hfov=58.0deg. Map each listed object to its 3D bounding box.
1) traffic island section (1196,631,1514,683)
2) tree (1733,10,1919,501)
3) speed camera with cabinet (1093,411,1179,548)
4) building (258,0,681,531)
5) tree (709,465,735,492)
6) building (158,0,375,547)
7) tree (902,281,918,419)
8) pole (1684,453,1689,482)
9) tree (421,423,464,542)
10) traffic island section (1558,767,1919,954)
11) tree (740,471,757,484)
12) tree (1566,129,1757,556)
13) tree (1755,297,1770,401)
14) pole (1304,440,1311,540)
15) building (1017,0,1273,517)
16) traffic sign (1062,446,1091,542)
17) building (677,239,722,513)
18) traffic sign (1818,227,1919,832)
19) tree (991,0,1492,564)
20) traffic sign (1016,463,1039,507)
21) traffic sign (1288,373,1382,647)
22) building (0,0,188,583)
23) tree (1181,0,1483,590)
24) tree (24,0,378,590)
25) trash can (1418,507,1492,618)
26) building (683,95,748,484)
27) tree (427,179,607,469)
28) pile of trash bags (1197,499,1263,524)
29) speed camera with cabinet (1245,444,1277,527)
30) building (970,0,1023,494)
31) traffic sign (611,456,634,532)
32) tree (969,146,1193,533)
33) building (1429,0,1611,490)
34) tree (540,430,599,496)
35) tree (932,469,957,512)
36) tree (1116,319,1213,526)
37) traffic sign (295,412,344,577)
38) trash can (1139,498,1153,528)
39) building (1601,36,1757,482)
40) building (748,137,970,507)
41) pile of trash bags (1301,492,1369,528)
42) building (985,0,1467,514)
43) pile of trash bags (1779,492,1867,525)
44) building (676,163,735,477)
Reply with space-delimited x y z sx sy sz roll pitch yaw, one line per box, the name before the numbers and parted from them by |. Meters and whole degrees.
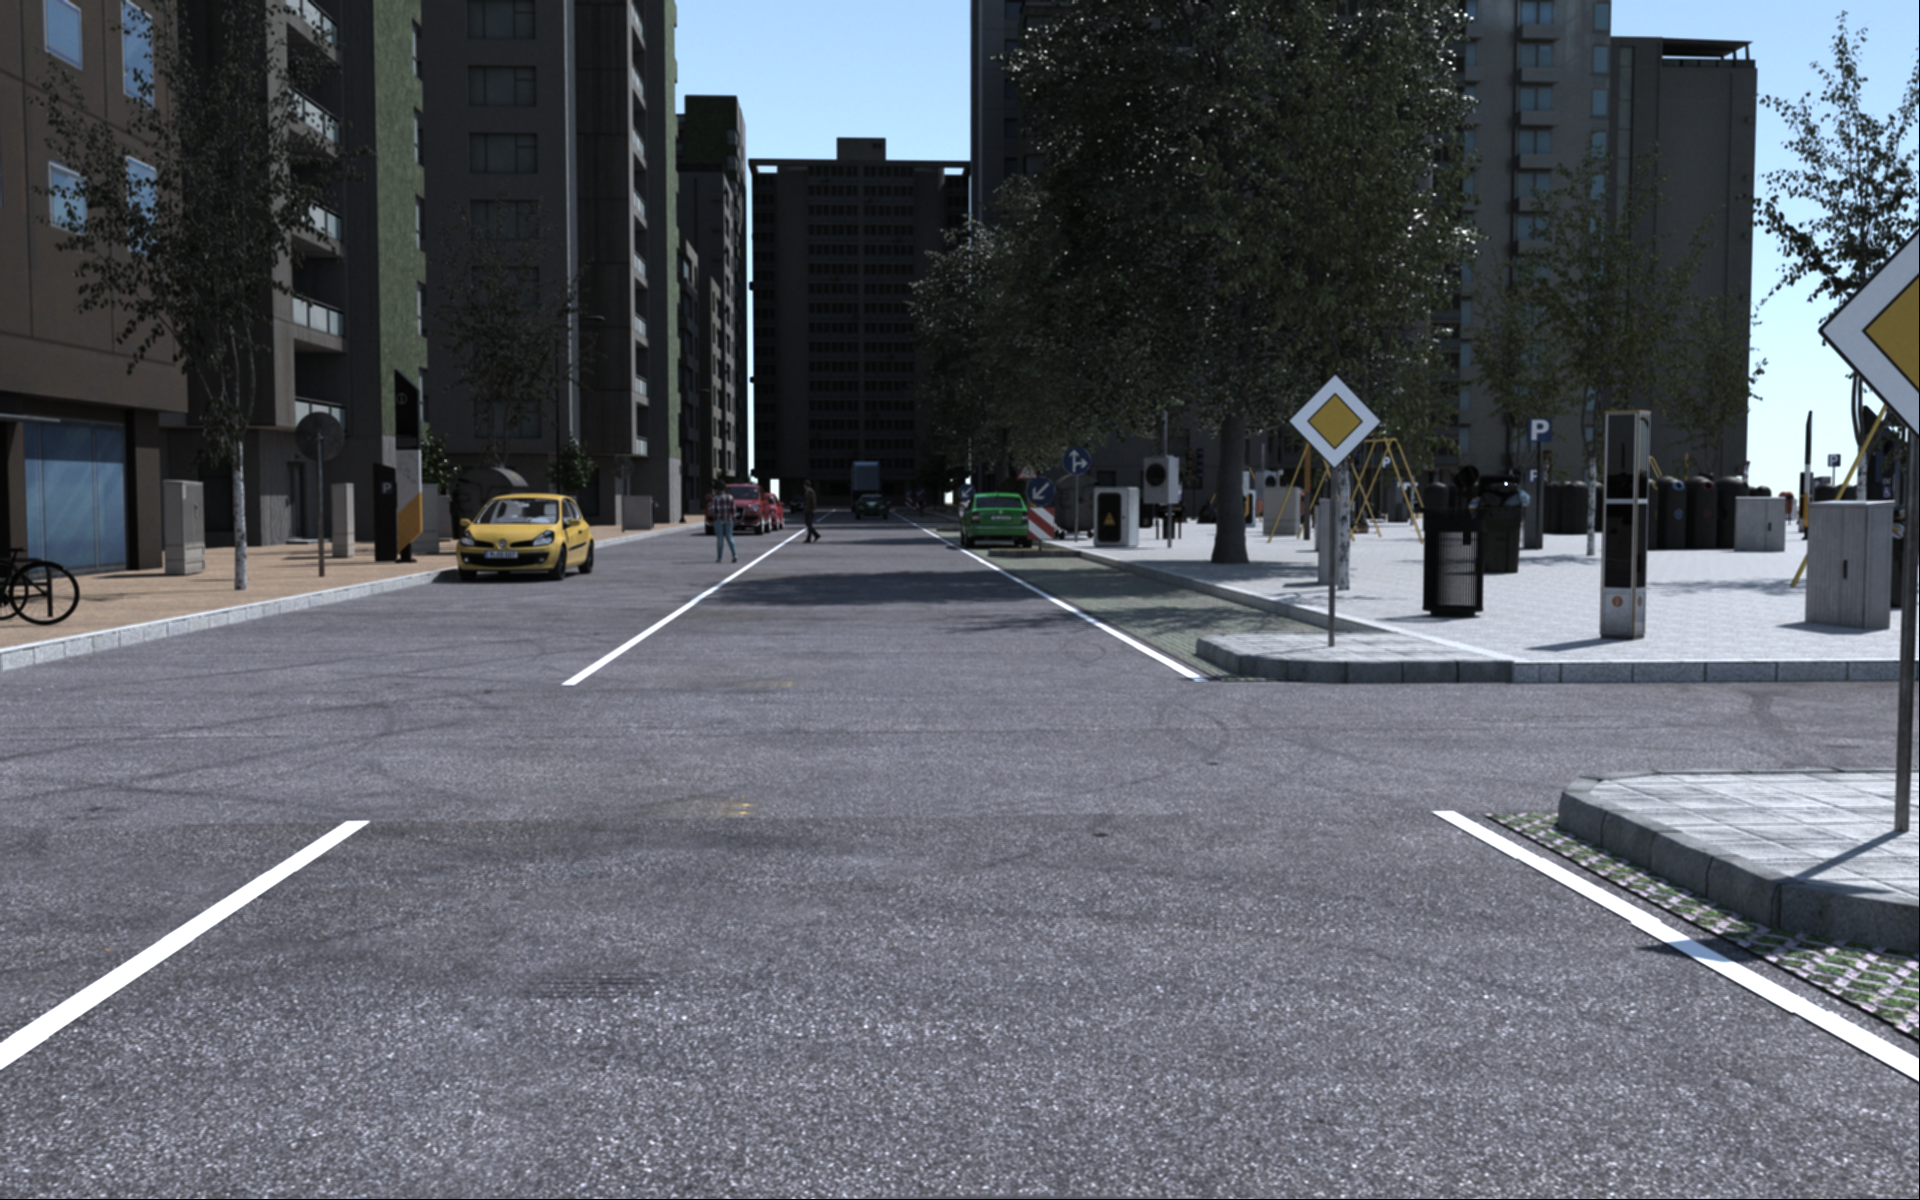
traffic island section | 3.145 0.470 14.589 2.009 0.180 2.903 0 4 -3
tree | 14.366 -4.682 26.908 4.360 8.622 3.978 0 3 0
speed camera with cabinet | 4.225 -2.895 41.676 2.038 3.252 0.660 2 4 34
building | -19.602 -23.780 72.396 14.154 41.232 14.086 0 4 -3
tree | -15.709 -7.277 113.583 1.663 3.219 1.824 0 3 0
building | -22.576 -22.029 43.770 14.154 41.232 14.086 0 4 -3
tree | 2.117 -10.540 78.992 9.857 13.997 8.962 0 3 0
pole | 35.986 -5.629 85.883 0.158 3.312 0.155 0 3 0
tree | -14.258 -3.203 46.974 1.663 3.219 1.824 0 3 0
traffic island section | 3.610 0.958 6.617 2.009 0.180 2.903 0 4 -3
tree | -17.542 -9.008 141.875 1.663 3.219 1.824 0 3 0
tree | 13.423 -5.233 35.924 4.737 8.622 4.395 0 3 0
tree | 26.290 -6.751 60.742 4.737 8.622 4.395 0 3 0
pole | 9.710 -3.338 48.412 0.158 3.312 0.155 0 3 0
building | 10.226 -20.305 103.685 14.160 30.474 14.107 0 4 -3
traffic sign | 3.122 -2.834 46.442 0.768 2.556 0.104 0 4 5
building | -33.150 -17.497 131.116 27.650 21.520 28.899 0 4 -3
traffic sign | 3.587 -0.177 6.538 0.795 2.450 0.064 0 4 -3
tree | 5.118 -7.660 31.890 9.857 13.997 8.962 0 3 0
traffic sign | 2.479 -3.876 63.384 0.884 2.594 0.081 0 4 2
traffic sign | 3.122 -0.665 14.510 0.795 2.450 0.064 0 4 -3
building | -20.002 -22.724 21.656 14.600 45.320 14.200 0 4 -3
tree | 5.040 -4.426 22.735 4.737 8.622 4.395 0 3 0
tree | -9.862 -4.436 22.885 4.360 8.622 3.978 0 3 0
trash can | 5.181 -0.399 18.180 0.748 1.137 0.748 0 3 0
building | -29.553 -30.419 180.947 14.086 41.232 14.154 0 4 -3
tree | -10.893 -5.582 41.636 4.360 8.622 3.978 0 3 0
pile of trash bags | 12.084 -4.045 75.881 3.447 1.369 1.912 -3 5 -40
speed camera with cabinet | 11.391 -4.471 67.429 2.038 3.252 0.660 -2 4 -32
building | 11.368 -37.082 148.281 21.231 58.520 28.212 0 4 -3
traffic sign | -11.291 -3.540 57.977 0.768 2.556 0.104 0 4 0
tree | 3.970 -8.455 56.371 7.486 12.596 7.792 0 3 0
building | 40.391 -32.618 152.916 30.456 49.044 23.786 0 4 -3
tree | -11.814 -3.520 52.145 1.663 3.219 1.824 0 3 0
tree | -0.972 -7.989 125.218 1.663 3.219 1.824 0 3 0
tree | 7.927 -7.253 68.947 4.360 8.622 3.978 0 3 0
traffic sign | -9.919 -1.635 26.838 0.768 2.556 0.104 0 4 2
trash can | 7.049 -3.320 65.930 0.748 1.137 0.748 0 3 0
building | 62.563 -29.084 159.116 14.086 41.232 14.154 0 4 -3
building | -10.900 -30.553 191.422 23.993 40.220 32.217 0 4 -3
pile of trash bags | 14.011 -3.463 66.364 1.912 1.369 3.447 -3 4 -38
building | 18.243 -26.377 123.142 32.217 40.220 23.993 0 4 -3
pile of trash bags | 36.017 -3.861 72.887 3.447 1.369 1.912 -1 4 -11
building | -27.239 -23.362 153.675 14.107 30.474 14.160 0 4 -3
